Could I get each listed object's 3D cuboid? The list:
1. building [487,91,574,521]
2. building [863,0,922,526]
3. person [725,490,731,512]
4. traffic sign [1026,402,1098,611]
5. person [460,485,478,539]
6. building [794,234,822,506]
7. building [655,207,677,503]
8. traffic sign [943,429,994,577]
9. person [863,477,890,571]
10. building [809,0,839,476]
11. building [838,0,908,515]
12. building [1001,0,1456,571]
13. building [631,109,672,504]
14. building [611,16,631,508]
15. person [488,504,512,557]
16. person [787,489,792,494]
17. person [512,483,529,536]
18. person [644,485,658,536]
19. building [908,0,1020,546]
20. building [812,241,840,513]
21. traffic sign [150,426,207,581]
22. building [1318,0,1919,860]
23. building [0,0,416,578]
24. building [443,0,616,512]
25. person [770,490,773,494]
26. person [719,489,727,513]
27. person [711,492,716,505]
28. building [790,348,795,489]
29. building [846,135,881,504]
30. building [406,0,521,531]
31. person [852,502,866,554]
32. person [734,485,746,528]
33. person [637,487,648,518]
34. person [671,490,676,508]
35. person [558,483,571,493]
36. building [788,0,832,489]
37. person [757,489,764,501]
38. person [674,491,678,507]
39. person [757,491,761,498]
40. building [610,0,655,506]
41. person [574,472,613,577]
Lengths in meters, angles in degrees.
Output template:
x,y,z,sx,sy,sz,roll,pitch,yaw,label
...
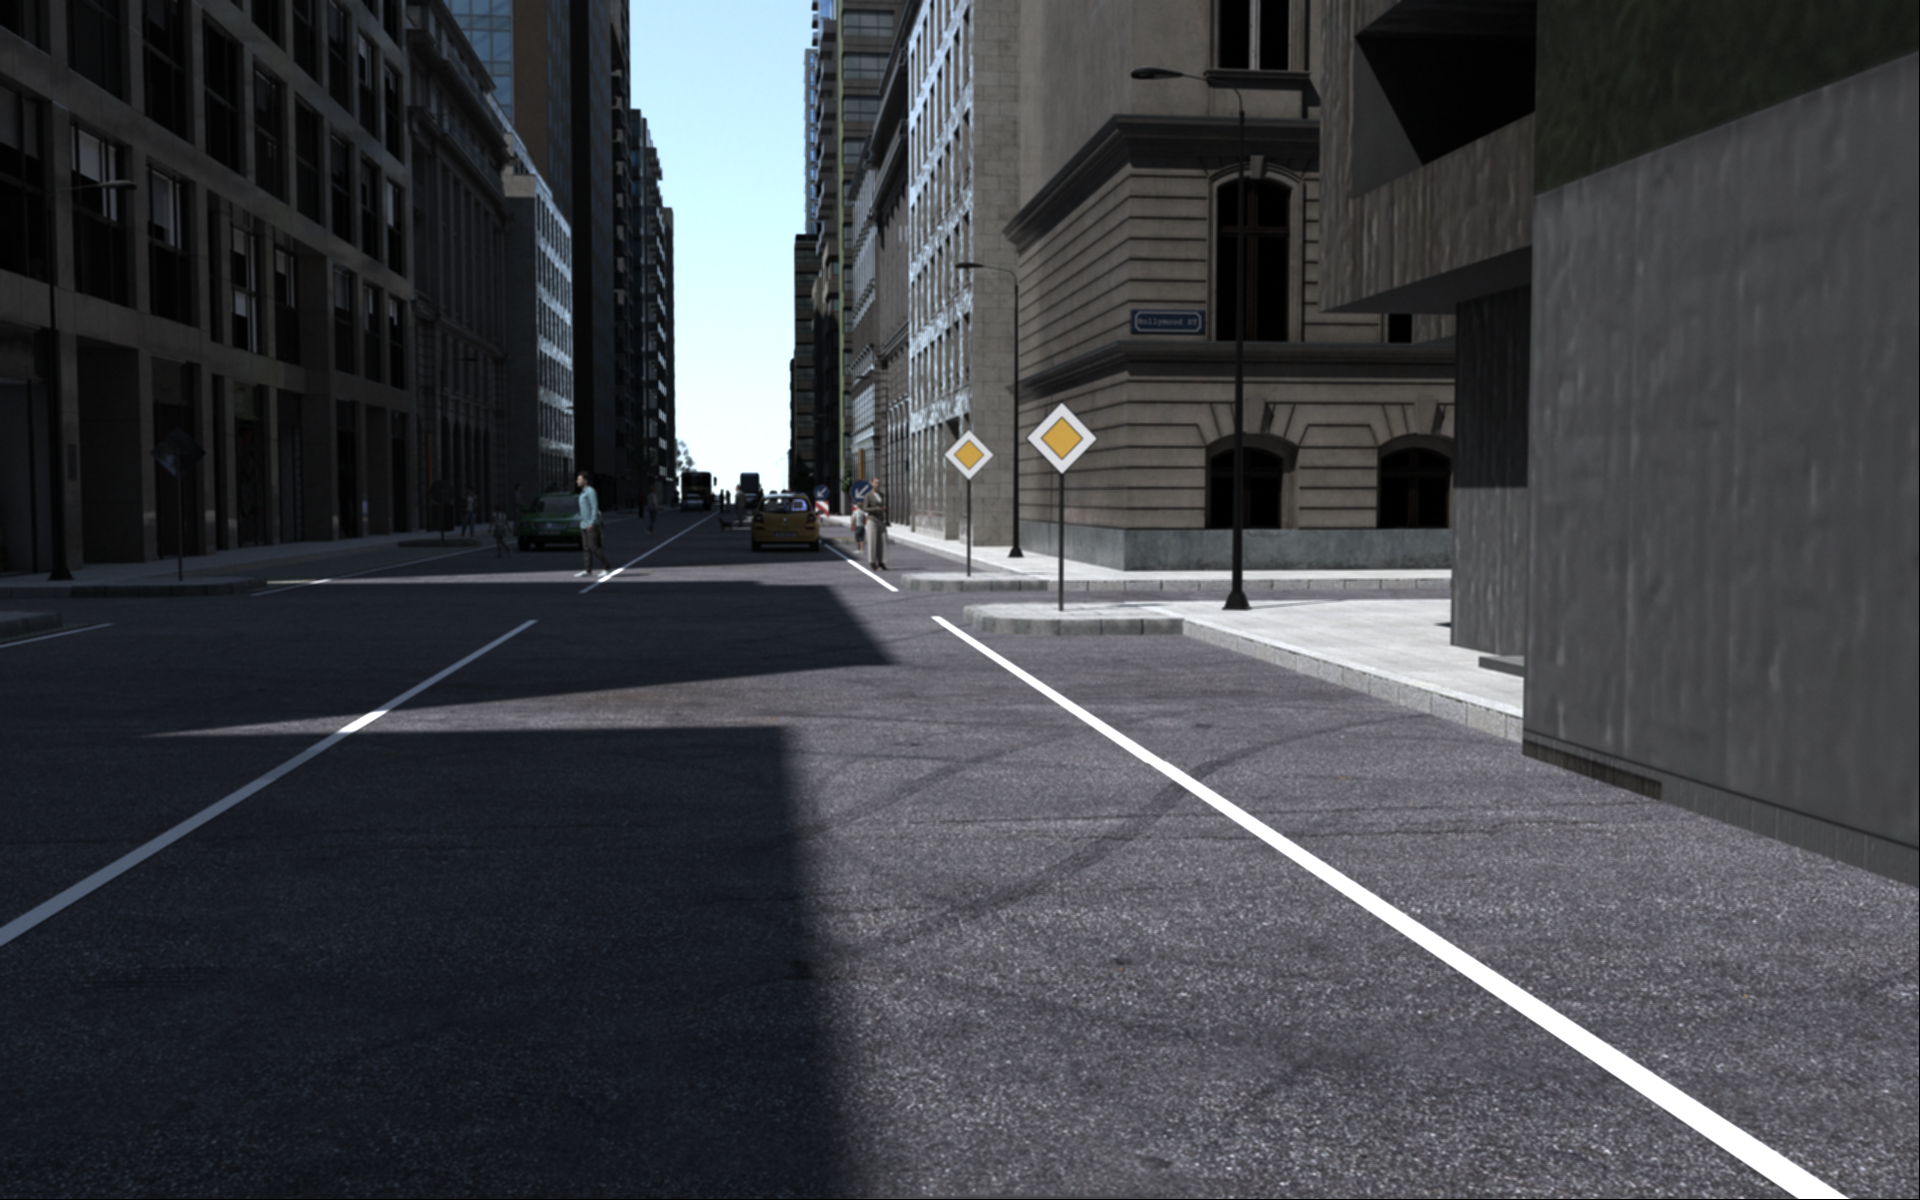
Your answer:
x,y,z,sx,sy,sz,roll,pitch,yaw,label
-26.363,-14.407,90.300,10.420,20.320,16.860,0,4,-7,building
3.422,-14.059,71.671,13.314,21.916,24.055,0,4,-7,building
-18.578,-7.917,138.614,0.621,1.740,0.551,-3,4,-36,person
1.105,-0.935,18.922,0.795,2.450,0.064,0,4,-7,traffic sign
-15.438,-2.761,54.483,0.563,1.720,0.643,-2,4,-27,person
-11.566,-25.857,194.456,14.160,30.474,14.107,0,4,-7,building
-46.759,-33.983,239.211,14.154,41.232,14.086,0,4,-7,building
0.135,-1.419,26.848,0.795,2.450,0.064,0,4,-7,traffic sign
-1.552,-1.429,32.420,0.519,1.759,0.362,-3,5,-43,person
-2.038,-33.221,162.776,23.786,49.044,30.456,0,4,-7,building
-0.887,-26.181,111.662,14.154,41.232,14.086,0,4,-7,building
18.904,-13.215,35.147,34.723,24.649,14.460,0,4,-7,building
-48.500,-36.484,216.121,23.786,49.044,30.456,0,4,-7,building
-41.593,-30.673,156.132,22.147,44.769,28.867,0,4,-7,building
-10.430,-1.573,39.230,0.382,1.210,0.505,3,5,40,person
-10.473,-6.035,107.687,0.721,1.766,1.217,-1,4,-14,person
-14.806,-3.038,58.369,0.583,1.804,0.606,-1,4,-18,person
-10.635,-3.089,59.685,0.731,1.740,0.598,3,4,39,person
4.454,-11.980,50.618,10.420,20.320,16.860,0,4,-7,building
2.957,-17.694,134.344,27.650,21.520,28.899,0,4,-7,building
-11.475,-1.334,25.453,0.795,2.450,0.064,0,4,-7,traffic sign
9.804,-14.667,11.515,14.160,30.474,14.107,0,4,-7,building
-25.887,-14.391,39.811,19.350,26.468,34.151,0,4,-7,building
-34.658,-29.676,135.308,14.600,45.320,14.200,0,4,-7,building
-19.163,-10.345,177.506,0.599,1.838,0.709,2,4,27,person
-18.288,-7.628,133.350,0.705,1.807,1.348,1,4,13,person
-31.298,-12.863,219.368,0.990,1.755,0.434,2,4,28,person
-7.063,-22.744,216.901,27.650,21.520,28.899,0,4,-7,building
-0.685,-14.930,93.253,9.793,20.994,18.267,0,4,-7,building
-25.822,-13.910,69.223,13.314,21.916,24.055,0,4,-7,building
-2.425,-1.731,41.485,0.332,1.250,0.352,1,4,11,person
-9.438,-4.011,74.180,0.391,1.810,0.635,1,4,17,person
-18.893,-5.771,102.794,0.705,1.831,1.348,1,4,15,person
-28.919,-10.195,175.053,0.599,1.838,0.709,0,4,5,person
-14.490,-3.379,63.616,0.638,1.841,0.748,0,4,4,person
-12.982,-56.981,244.311,22.319,86.520,31.000,0,4,-7,building
-14.308,-7.108,124.677,0.705,1.831,1.348,-2,4,-27,person
-30.974,-10.944,188.227,0.721,1.735,1.217,-3,4,-36,person
-19.997,-9.957,172.031,0.721,1.736,1.217,2,4,35,person
-44.487,-45.994,190.259,20.563,71.187,20.611,0,4,-7,building
-6.357,-1.315,30.014,0.620,1.820,0.660,-2,4,-32,person
